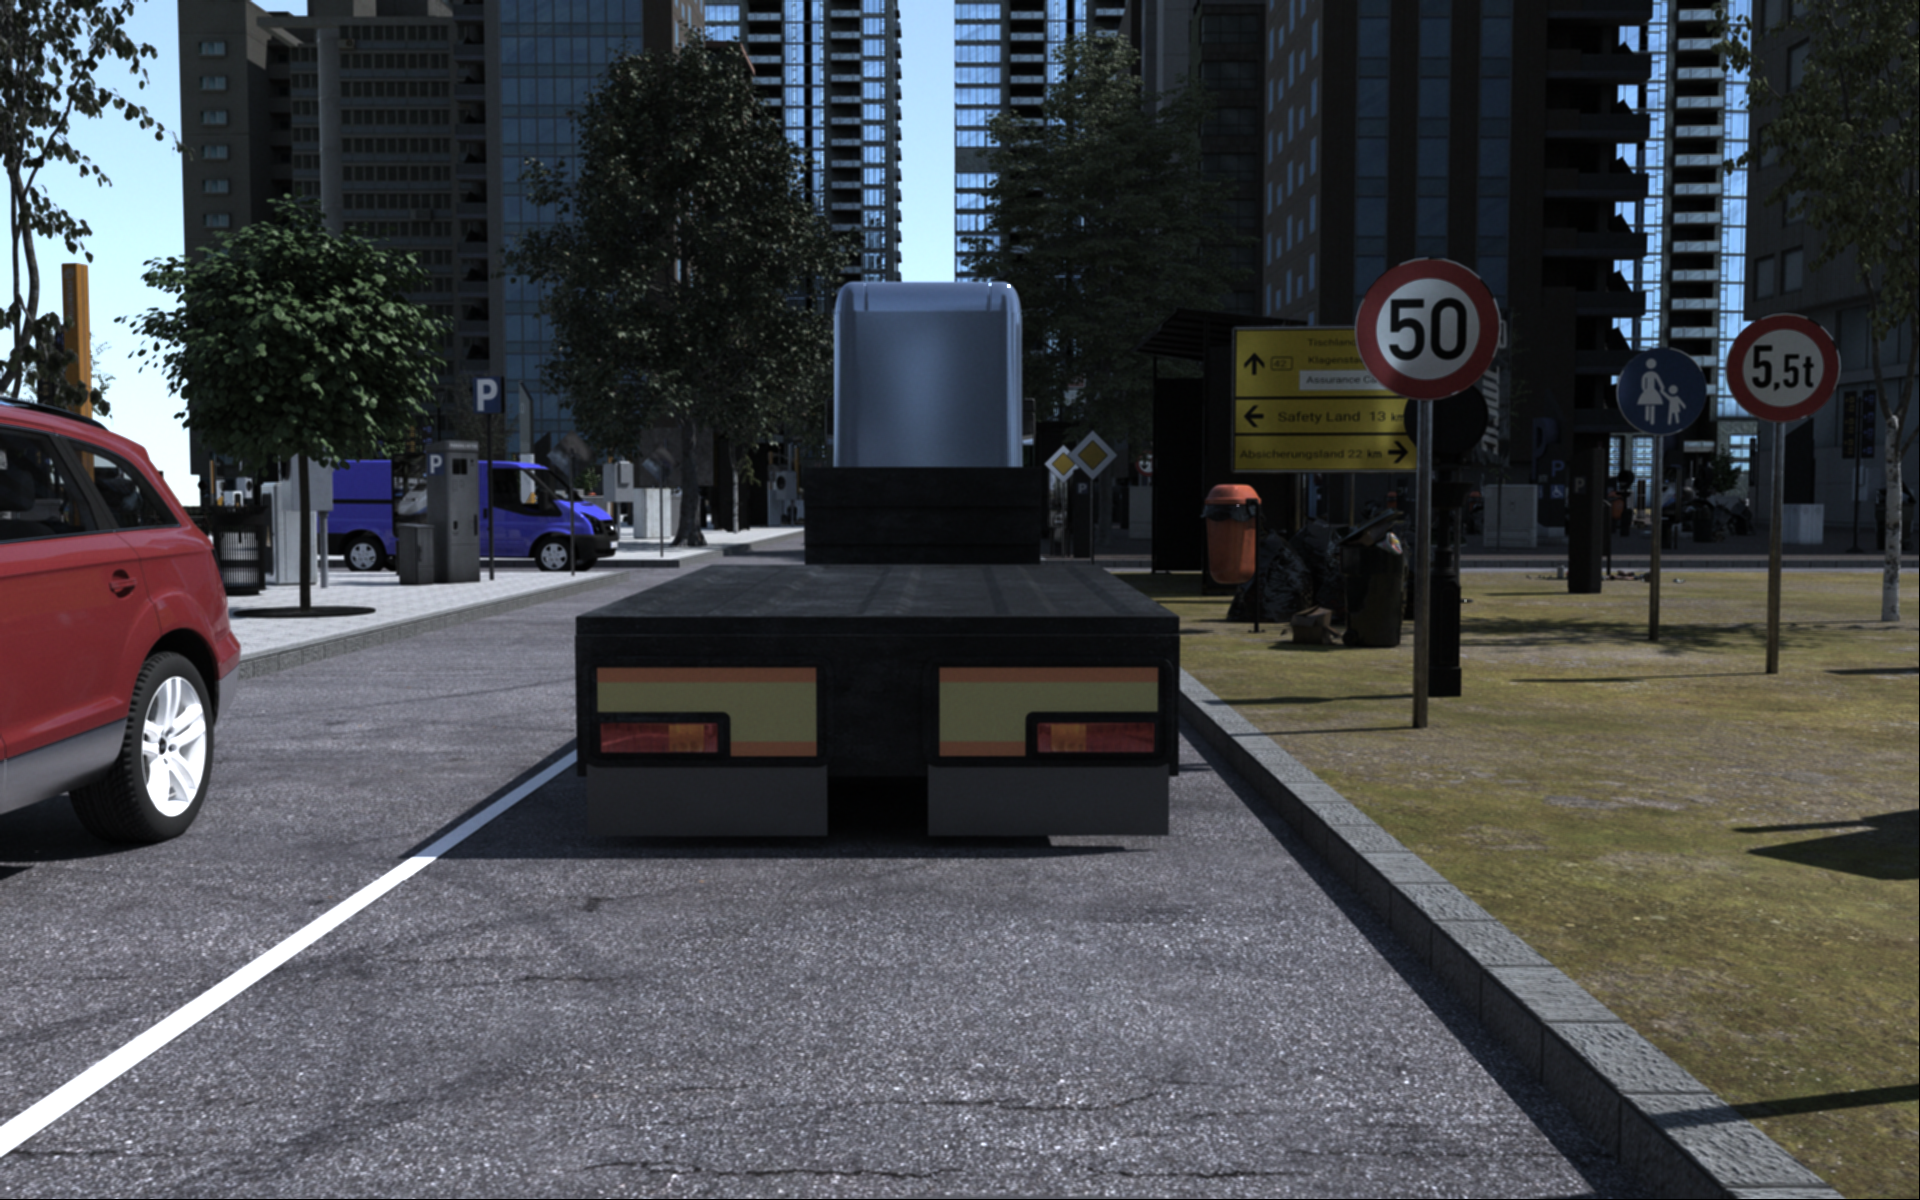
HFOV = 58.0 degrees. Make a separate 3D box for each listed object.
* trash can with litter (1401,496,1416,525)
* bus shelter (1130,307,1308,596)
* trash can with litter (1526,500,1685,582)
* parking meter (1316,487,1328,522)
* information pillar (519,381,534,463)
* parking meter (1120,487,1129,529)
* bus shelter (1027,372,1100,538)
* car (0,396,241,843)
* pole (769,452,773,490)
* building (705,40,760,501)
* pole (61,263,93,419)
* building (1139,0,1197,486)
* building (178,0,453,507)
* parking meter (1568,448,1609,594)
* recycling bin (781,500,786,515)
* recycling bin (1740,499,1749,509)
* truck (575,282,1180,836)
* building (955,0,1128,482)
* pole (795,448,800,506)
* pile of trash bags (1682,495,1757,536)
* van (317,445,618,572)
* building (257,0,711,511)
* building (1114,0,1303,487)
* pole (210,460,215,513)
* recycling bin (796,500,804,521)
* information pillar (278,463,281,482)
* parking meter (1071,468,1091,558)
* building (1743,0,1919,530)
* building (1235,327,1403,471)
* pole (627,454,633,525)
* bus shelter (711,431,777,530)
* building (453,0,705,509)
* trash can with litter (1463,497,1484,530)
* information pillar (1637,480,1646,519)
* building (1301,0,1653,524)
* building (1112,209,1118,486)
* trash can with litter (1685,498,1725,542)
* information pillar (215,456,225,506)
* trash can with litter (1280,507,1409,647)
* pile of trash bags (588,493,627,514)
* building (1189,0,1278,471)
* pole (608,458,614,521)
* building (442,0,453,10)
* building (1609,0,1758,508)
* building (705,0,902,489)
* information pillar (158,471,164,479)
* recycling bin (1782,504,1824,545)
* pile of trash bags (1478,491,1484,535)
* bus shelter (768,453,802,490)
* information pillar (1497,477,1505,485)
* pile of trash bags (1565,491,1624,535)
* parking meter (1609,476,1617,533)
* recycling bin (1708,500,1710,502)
[{"bbox_3d":[12.949,-2.465,51.361,2.233,1.210,1.678,0,4,7],"label":"trash can with litter"},{"bbox_3d":[3.588,-2.056,24.894,1.731,3.624,6.357,0,4,0],"label":"bus shelter"},{"bbox_3d":[9.754,-0.909,25.916,1.678,1.210,2.233,-2,4,-28],"label":"trash can with litter"},{"bbox_3d":[12.234,-3.068,58.574,0.372,1.533,0.369,0,3,0],"label":"parking meter"},{"bbox_3d":[-8.989,-2.728,35.959,0.183,3.616,0.504,-3,5,-41],"label":"information pillar"},{"bbox_3d":[6.097,-3.391,63.860,0.372,1.533,0.369,0,3,0],"label":"parking meter"},{"bbox_3d":[3.034,-4.682,54.186,2.179,5.291,8.768,0,3,0],"label":"bus shelter"},{"bbox_3d":[-4.257,0.183,5.676,2.281,1.827,5.304,0,4,0],"label":"car"},{"bbox_3d":[-9.067,-5.459,83.090,0.158,3.312,0.155,0,3,0],"label":"pole"},{"bbox_3d":[-32.479,-31.145,163.837,28.867,44.769,22.147,0,4,0],"label":"building"},{"bbox_3d":[-7.844,-1.321,15.445,0.158,3.312,0.155,0,3,0],"label":"pole"},{"bbox_3d":[24.277,-36.041,131.262,21.231,58.520,28.212,0,4,0],"label":"building"},{"bbox_3d":[-58.456,-33.061,164.245,21.600,48.544,21.300,0,4,0],"label":"building"},{"bbox_3d":[8.100,-1.023,22.429,0.255,1.863,0.399,-2,4,-25],"label":"parking meter"},{"bbox_3d":[-8.187,-3.983,77.680,0.722,1.027,0.722,-1,4,-13],"label":"recycling bin"},{"bbox_3d":[41.656,-4.881,92.359,0.722,1.027,0.722,3,5,43],"label":"recycling bin"},{"bbox_3d":[-0.378,-1.617,16.196,2.967,4.110,18.799,0,4,0],"label":"truck"},{"bbox_3d":[11.021,-55.127,214.002,31.000,86.520,22.319,0,4,0],"label":"building"},{"bbox_3d":[-7.157,-5.031,76.095,0.158,3.312,0.155,0,3,0],"label":"pole"},{"bbox_3d":[23.564,-2.764,54.938,1.912,1.369,3.447,-1,4,-15],"label":"pile of trash bags"},{"bbox_3d":[-8.845,-1.646,31.288,5.245,2.365,2.240,0,4,2],"label":"van"},{"bbox_3d":[-34.760,-27.239,137.238,32.217,40.220,23.993,0,4,0],"label":"building"},{"bbox_3d":[21.235,-30.768,153.161,14.600,45.320,14.200,0,4,0],"label":"building"},{"bbox_3d":[-45.063,-6.762,104.401,0.158,3.312,0.155,0,3,0],"label":"pole"},{"bbox_3d":[-6.525,-3.749,73.851,0.722,1.027,0.722,2,4,30],"label":"recycling bin"},{"bbox_3d":[-14.485,-2.812,37.324,0.504,3.616,0.183,1,4,23],"label":"information pillar"},{"bbox_3d":[2.434,-1.777,34.759,0.399,1.863,0.255,0,4,0],"label":"parking meter"},{"bbox_3d":[46.300,-28.755,59.386,27.495,52.752,28.713,0,4,0],"label":"building"},{"bbox_3d":[41.752,-36.506,216.479,30.456,49.044,23.786,0,4,0],"label":"building"},{"bbox_3d":[-13.500,-4.709,70.830,0.158,3.312,0.155,0,3,0],"label":"pole"},{"bbox_3d":[-7.972,-4.469,64.345,1.731,3.624,6.357,0,3,0],"label":"bus shelter"},{"bbox_3d":[-25.214,-28.614,117.948,14.600,45.320,14.200,0,4,0],"label":"building"},{"bbox_3d":[18.695,-3.128,62.538,1.055,1.170,0.624,-3,5,-40],"label":"trash can with litter"},{"bbox_3d":[35.184,-5.196,89.448,0.304,2.012,0.304,-1,4,-20],"label":"information pillar"},{"bbox_3d":[22.305,-26.319,80.422,14.600,45.320,14.200,0,4,0],"label":"building"},{"bbox_3d":[21.640,-24.223,167.740,14.160,30.474,14.107,0,4,0],"label":"building"},{"bbox_3d":[19.916,-2.131,46.234,1.055,1.170,0.624,-2,4,-35],"label":"trash can with litter"},{"bbox_3d":[-44.448,-6.893,104.055,0.504,3.616,0.183,-2,4,-29],"label":"information pillar"},{"bbox_3d":[3.257,-0.202,14.682,1.055,1.170,0.624,2,4,26],"label":"trash can with litter"},{"bbox_3d":[-22.033,-6.056,108.773,1.912,1.369,3.447,2,4,35],"label":"pile of trash bags"},{"bbox_3d":[20.359,-20.262,102.992,14.160,30.474,14.107,0,4,0],"label":"building"},{"bbox_3d":[-13.081,-4.345,64.883,0.158,3.312,0.155,0,3,0],"label":"pole"},{"bbox_3d":[-65.824,-55.169,214.681,31.000,86.520,22.319,0,4,0],"label":"building"},{"bbox_3d":[62.847,-51.929,161.709,31.000,86.520,22.319,0,4,0],"label":"building"},{"bbox_3d":[-20.295,-55.166,214.633,31.000,86.520,22.319,0,4,0],"label":"building"},{"bbox_3d":[-25.194,-3.057,54.480,0.304,2.012,0.304,-2,4,-26],"label":"information pillar"},{"bbox_3d":[21.301,-1.912,43.820,0.722,1.027,0.722,-1,4,-12],"label":"recycling bin"},{"bbox_3d":[16.423,-2.831,56.042,1.912,1.369,3.447,2,4,25],"label":"pile of trash bags"},{"bbox_3d":[-9.201,-5.694,87.020,2.014,3.302,5.546,0,4,0],"label":"bus shelter"},{"bbox_3d":[22.764,-4.187,72.956,0.304,2.012,0.304,1,4,20],"label":"information pillar"},{"bbox_3d":[19.812,-2.799,55.509,3.447,1.369,1.912,-1,4,-17],"label":"pile of trash bags"},{"bbox_3d":[21.490,-3.152,57.245,0.399,1.863,0.255,2,4,26],"label":"parking meter"},{"bbox_3d":[30.977,-3.644,72.133,0.722,1.027,0.722,0,4,-6],"label":"recycling bin"}]
